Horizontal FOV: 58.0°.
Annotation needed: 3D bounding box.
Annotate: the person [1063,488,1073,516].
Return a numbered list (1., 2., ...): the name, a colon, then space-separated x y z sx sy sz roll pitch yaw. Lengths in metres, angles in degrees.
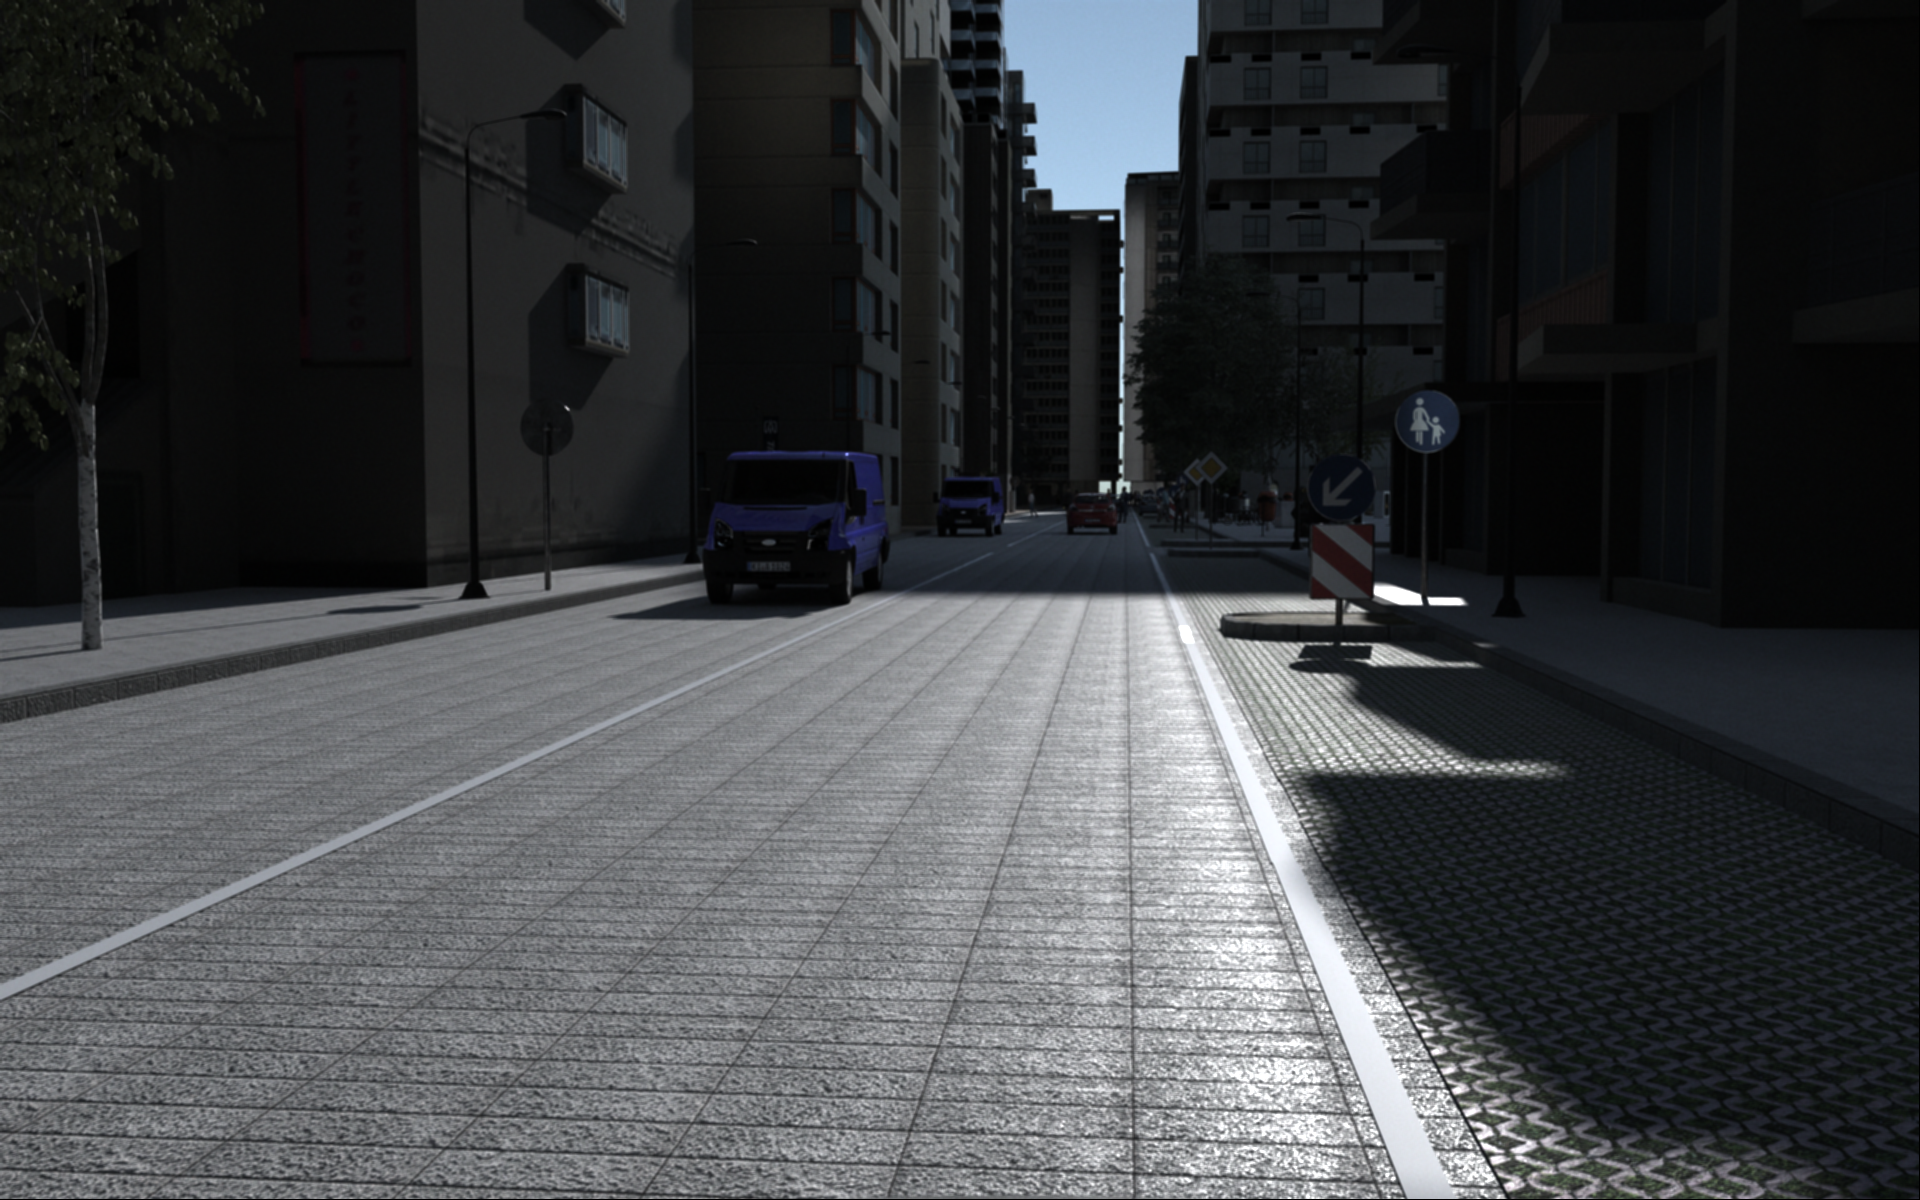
1. person: 7.450 -6.425 113.771 1.509 1.804 0.699 3 4 37

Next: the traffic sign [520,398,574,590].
1. traffic sign: -5.508 -1.405 23.071 0.768 2.556 0.104 1 4 13

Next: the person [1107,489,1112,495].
1. person: 11.039 -7.346 128.571 1.348 1.831 0.705 1 4 9

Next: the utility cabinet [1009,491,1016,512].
1. utility cabinet: 3.596 -6.772 119.393 0.318 1.500 1.173 1 4 11

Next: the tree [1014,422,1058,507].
1. tree: 7.582 -13.601 172.735 4.360 8.622 3.978 0 3 0

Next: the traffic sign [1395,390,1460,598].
1. traffic sign: 5.727 -1.295 21.284 0.768 2.556 0.104 1 4 12

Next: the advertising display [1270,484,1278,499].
1. advertising display: 20.386 -6.572 112.670 0.123 1.923 0.974 3 5 40

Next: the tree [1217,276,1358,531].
1. tree: 10.863 -6.679 59.567 4.360 8.622 3.978 0 3 0

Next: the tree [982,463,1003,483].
1. tree: 1.831 -7.005 109.125 1.663 3.219 1.824 0 3 0

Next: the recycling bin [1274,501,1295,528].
1. recycling bin: 12.295 -3.223 65.252 0.722 1.027 0.722 -1 4 -11

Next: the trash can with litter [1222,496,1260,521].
1. trash can with litter: 13.558 -4.408 83.122 2.233 1.210 1.678 0 4 -4

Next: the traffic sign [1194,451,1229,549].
1. traffic sign: 5.817 -2.232 40.142 0.795 2.450 0.064 0 4 5

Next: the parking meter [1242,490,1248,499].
1. parking meter: 18.050 -6.192 109.654 0.372 1.533 0.369 0 3 0

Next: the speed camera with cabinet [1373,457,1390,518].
1. speed camera with cabinet: 22.789 -6.012 92.627 0.660 3.252 2.038 2 4 35

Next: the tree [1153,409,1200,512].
1. tree: 16.940 -10.629 124.151 4.737 8.622 4.395 0 3 0

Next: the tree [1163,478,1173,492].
1. tree: 22.732 -12.032 191.321 1.663 3.219 1.824 0 3 0

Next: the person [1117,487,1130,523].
1. person: 8.049 -4.692 85.404 0.721 1.800 0.419 3 5 43

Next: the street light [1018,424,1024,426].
1. street light: 3.545 -8.713 114.994 1.470 5.913 1.316 0 4 5

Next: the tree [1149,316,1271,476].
1. tree: 15.092 -11.411 104.695 7.486 12.596 7.792 0 3 0

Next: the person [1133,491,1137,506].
1. person: 20.152 -11.639 198.742 0.705 1.831 1.348 3 5 40

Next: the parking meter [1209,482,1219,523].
1. parking meter: 11.238 -4.335 76.591 0.399 1.863 0.255 3 5 45

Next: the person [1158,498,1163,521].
1. person: 10.719 -4.790 91.829 0.382 1.210 0.505 -2 4 -34

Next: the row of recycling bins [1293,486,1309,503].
1. row of recycling bins: 19.243 -5.112 90.692 3.534 1.692 1.069 1 4 16

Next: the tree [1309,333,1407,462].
1. tree: 18.530 -7.930 80.016 4.737 8.622 4.395 0 3 0

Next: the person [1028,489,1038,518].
1. person: 4.457 -5.855 104.906 0.598 1.740 0.731 1 4 17

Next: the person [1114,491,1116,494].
1. person: 17.532 -11.460 196.593 0.721 1.735 1.217 2 4 24

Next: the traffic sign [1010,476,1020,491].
1. traffic sign: 3.821 -7.374 120.664 0.768 2.556 0.104 1 4 13

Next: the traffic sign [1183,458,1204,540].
1. traffic sign: 6.576 -2.719 48.091 0.795 2.450 0.064 0 4 5

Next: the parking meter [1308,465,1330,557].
1. parking meter: 7.328 -1.808 35.276 0.399 1.863 0.255 -1 4 -19

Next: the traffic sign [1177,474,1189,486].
1. traffic sign: 14.443 -6.866 112.371 0.768 2.556 0.104 1 4 9

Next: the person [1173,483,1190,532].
1. person: 8.224 -3.420 64.386 0.622 1.834 0.822 0 3 0

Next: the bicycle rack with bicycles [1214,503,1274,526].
1. bicycle rack with bicycles: 11.931 -3.549 71.403 2.925 0.926 2.852 -2 4 -24

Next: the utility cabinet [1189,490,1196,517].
1. utility cabinet: 12.699 -5.271 94.864 0.318 1.500 1.173 0 4 4

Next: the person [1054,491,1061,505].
1. person: 11.567 -12.009 204.942 1.348 1.812 0.705 -3 5 -42

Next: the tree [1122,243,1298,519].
1. tree: 13.094 -11.204 89.840 9.857 13.997 8.962 0 3 0

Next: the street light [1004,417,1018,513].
1. street light: 2.569 -8.054 104.223 1.470 5.913 1.316 0 4 5

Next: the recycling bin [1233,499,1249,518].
1. recycling bin: 15.022 -4.895 92.595 0.722 1.027 0.722 2 4 28

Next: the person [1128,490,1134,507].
1. person: 18.798 -11.103 189.899 0.709 1.838 0.599 -2 4 -28

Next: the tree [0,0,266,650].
1. tree: -7.396 -3.891 13.974 4.737 8.622 4.395 0 3 0

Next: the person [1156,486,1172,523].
1. person: 10.216 -4.782 86.549 0.748 1.841 0.638 1 4 17

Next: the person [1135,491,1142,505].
1. person: 17.243 -9.643 167.099 0.756 1.711 0.436 0 4 6

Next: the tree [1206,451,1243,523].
1. tree: 11.641 -5.099 77.965 1.663 3.219 1.824 0 3 0

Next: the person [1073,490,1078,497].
1. person: 10.892 -9.331 161.068 1.348 1.823 0.705 3 5 40
